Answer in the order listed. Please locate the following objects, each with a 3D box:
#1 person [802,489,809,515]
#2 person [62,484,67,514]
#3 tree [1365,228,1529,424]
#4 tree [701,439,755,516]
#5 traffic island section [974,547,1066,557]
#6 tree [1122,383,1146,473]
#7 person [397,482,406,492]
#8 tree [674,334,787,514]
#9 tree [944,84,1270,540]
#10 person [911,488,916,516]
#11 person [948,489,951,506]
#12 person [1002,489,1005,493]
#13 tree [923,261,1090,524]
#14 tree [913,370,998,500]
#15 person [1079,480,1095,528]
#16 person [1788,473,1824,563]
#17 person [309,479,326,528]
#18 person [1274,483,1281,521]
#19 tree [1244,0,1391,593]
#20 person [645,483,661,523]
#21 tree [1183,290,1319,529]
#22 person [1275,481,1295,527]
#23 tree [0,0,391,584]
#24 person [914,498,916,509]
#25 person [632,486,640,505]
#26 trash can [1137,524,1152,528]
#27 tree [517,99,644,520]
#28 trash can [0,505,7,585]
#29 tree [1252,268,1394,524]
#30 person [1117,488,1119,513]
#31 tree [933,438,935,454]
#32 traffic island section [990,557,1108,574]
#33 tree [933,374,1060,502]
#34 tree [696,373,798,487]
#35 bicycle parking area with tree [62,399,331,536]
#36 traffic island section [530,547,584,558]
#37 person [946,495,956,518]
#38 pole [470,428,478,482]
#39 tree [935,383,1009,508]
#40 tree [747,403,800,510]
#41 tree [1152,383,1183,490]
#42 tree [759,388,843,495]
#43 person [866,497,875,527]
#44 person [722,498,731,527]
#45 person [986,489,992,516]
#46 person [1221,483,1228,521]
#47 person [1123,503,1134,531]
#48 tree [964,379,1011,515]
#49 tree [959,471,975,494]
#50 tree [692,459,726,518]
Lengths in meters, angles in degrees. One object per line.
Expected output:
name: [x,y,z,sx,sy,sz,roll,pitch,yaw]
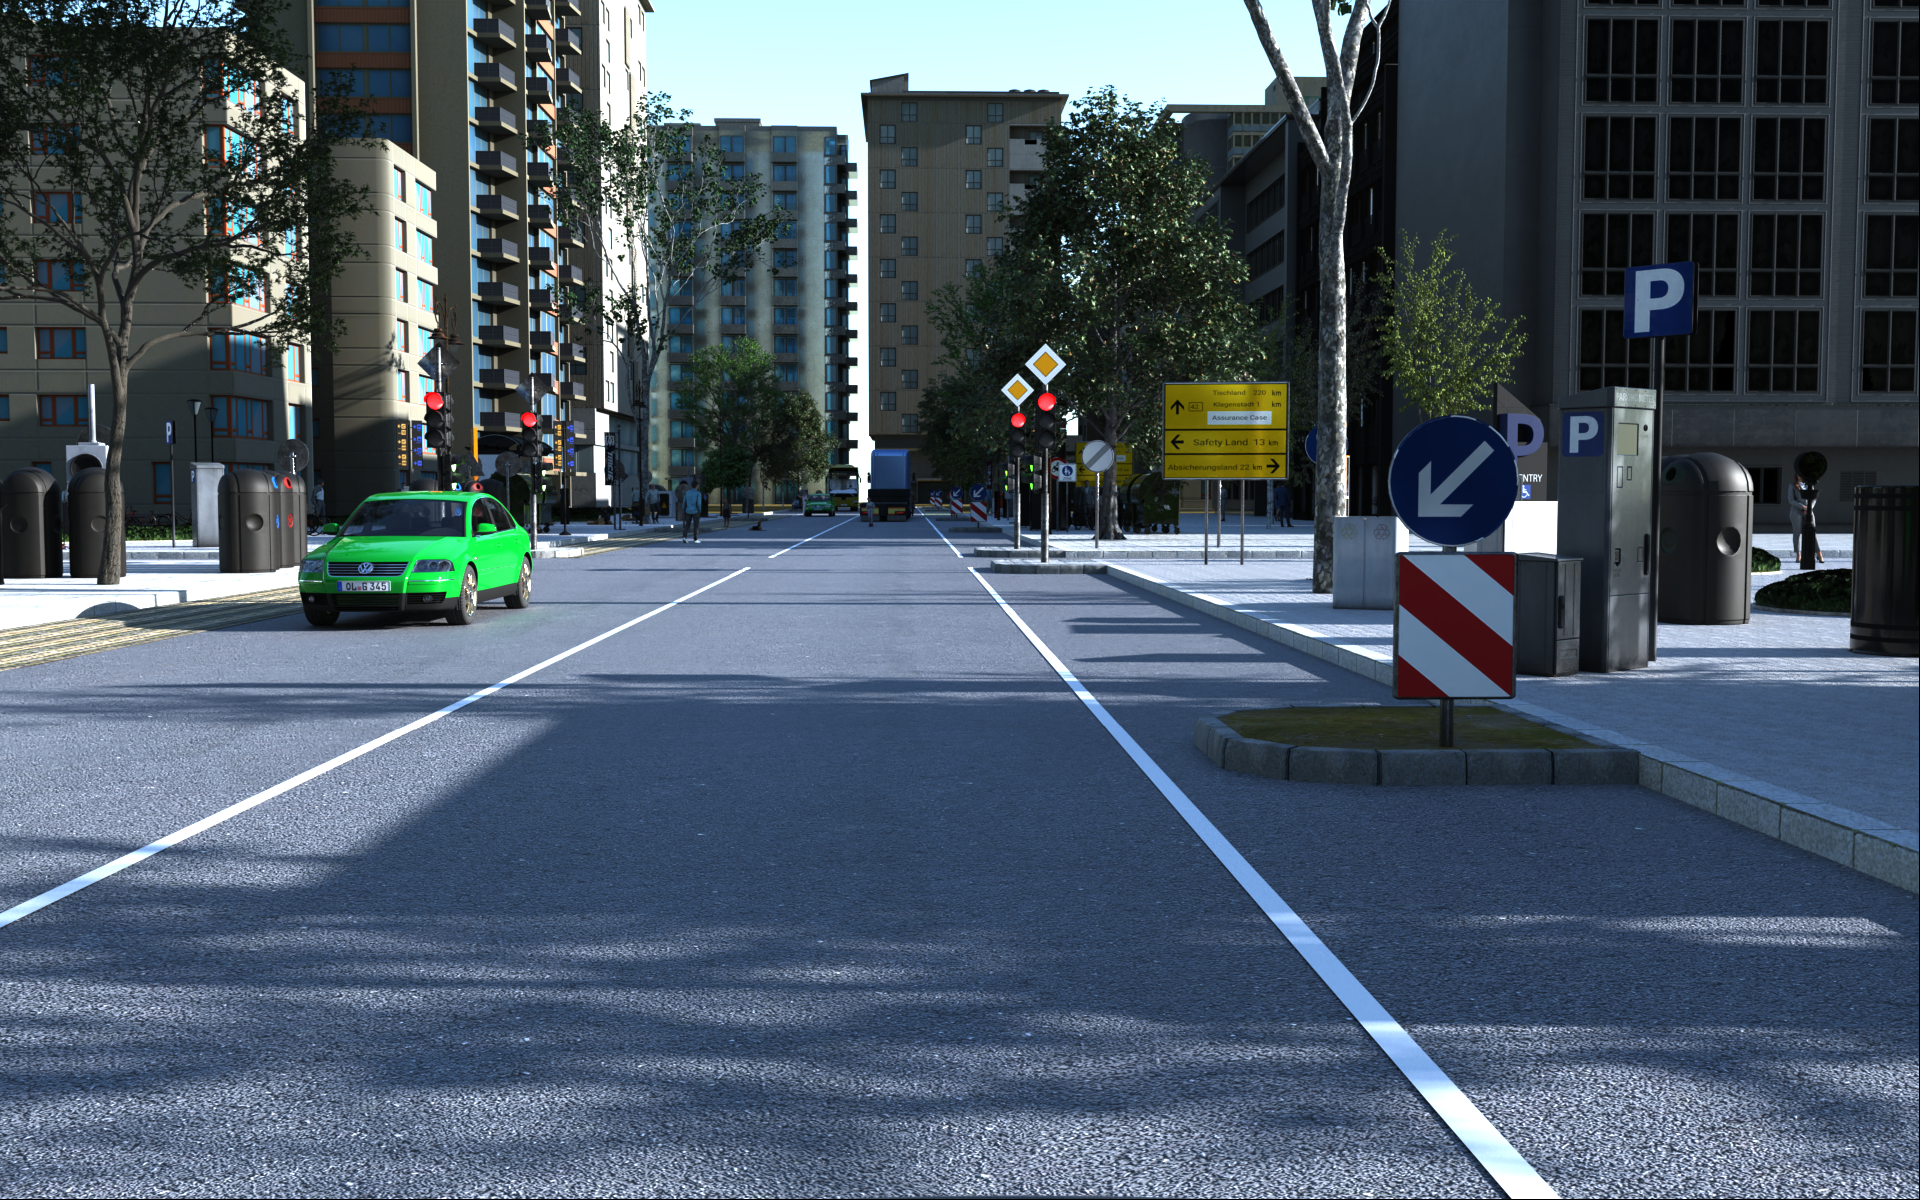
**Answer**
person: [-10.384,-6.577,116.709,0.551,1.740,0.621,2,4,24]
person: [-32.804,-3.469,63.770,0.522,1.701,0.512,3,4,39]
tree: [13.167,-5.969,47.958,4.737,8.622,4.395,0,3,0]
tree: [-13.843,-7.339,103.699,4.285,4.588,4.351,0,3,0]
traffic island section: [1.356,-1.111,40.447,2.009,0.180,2.903,0,4,-2]
tree: [11.368,-9.566,106.768,4.737,8.622,4.395,0,3,0]
person: [-26.490,-4.664,82.267,0.622,1.834,0.822,-3,4,-37]
tree: [-14.811,-11.377,111.774,9.928,11.665,9.643,0,3,0]
tree: [4.349,-8.059,48.769,9.611,12.733,9.660,0,3,0]
person: [-3.206,-6.411,113.238,0.656,1.842,0.836,0,4,-3]
person: [-1.005,-11.133,188.037,0.705,1.831,1.348,2,4,30]
person: [4.330,-10.018,170.499,0.621,1.740,0.551,-2,4,-34]
tree: [2.605,-9.132,75.070,9.928,11.665,9.643,0,3,0]
tree: [0.014,-16.562,177.436,9.857,13.997,8.962,0,3,0]
person: [4.858,-3.646,65.768,0.709,1.813,0.853,0,4,3]
person: [15.782,-1.589,32.295,0.520,1.790,0.573,-1,4,-15]
person: [-23.843,-3.563,64.399,0.850,1.850,0.679,0,4,-2]
person: [14.921,-4.607,81.387,0.654,1.822,0.581,-3,5,-42]
tree: [3.387,-10.181,22.348,12.611,20.169,13.585,0,3,0]
person: [-13.720,-4.315,77.074,0.782,1.767,0.515,-2,4,-33]
tree: [11.489,-6.889,63.004,4.737,8.622,4.395,0,3,0]
person: [12.642,-3.749,67.522,0.721,1.800,0.419,3,4,37]
tree: [-11.746,-5.496,24.280,7.601,10.594,8.767,0,4,-5]
person: [-4.400,-9.131,161.020,0.697,1.427,0.421,2,4,24]
person: [-18.293,-5.625,98.504,0.782,1.767,0.515,-1,4,-21]
trash can: [6.923,-3.274,65.185,0.748,1.137,0.748,0,3,0]
tree: [-13.439,-13.687,79.675,12.611,20.169,13.585,0,3,0]
trash can: [-13.194,-0.709,23.249,0.748,1.137,0.748,0,3,0]
tree: [12.239,-6.500,56.639,4.360,8.622,3.978,0,3,0]
person: [10.373,-6.630,114.622,0.721,1.800,0.419,-1,4,-21]
tree: [-0.230,-12.247,150.593,4.737,8.622,4.395,0,3,0]
traffic island section: [1.612,-0.623,32.466,2.009,0.180,2.903,0,4,-2]
tree: [1.472,-11.869,128.478,8.767,10.594,7.601,2,4,34]
tree: [-15.828,-11.888,128.783,8.767,10.594,7.601,1,4,9]
bicycle parking area with tree: [-24.135,-4.158,54.984,9.016,4.147,8.231,0,4,-5]
traffic island section: [-9.880,-1.089,40.093,2.009,0.180,2.903,0,4,-2]
person: [-0.475,-5.518,99.285,0.480,1.755,0.524,3,4,36]
pole: [-14.999,-3.650,53.525,0.158,3.312,0.155,0,3,0]
tree: [1.513,-9.805,110.680,4.737,8.622,4.395,0,3,0]
tree: [-15.340,-11.415,136.996,4.360,8.622,3.978,0,3,0]
tree: [12.872,-8.545,90.065,4.737,8.622,4.395,0,3,0]
tree: [-17.430,-16.504,186.852,9.611,12.733,9.660,0,3,0]
person: [-3.936,-3.879,76.203,0.425,1.301,0.394,0,4,5]
person: [-9.970,-3.717,73.944,0.362,1.253,0.373,1,4,10]
person: [1.697,-5.884,102.582,0.444,1.785,0.601,0,4,0]
person: [12.330,-4.617,81.737,0.583,1.804,0.606,-3,5,-39]
person: [5.909,-3.301,59.982,0.580,1.828,0.573,3,4,36]
tree: [1.970,-9.432,104.569,4.360,8.622,3.978,0,3,0]
tree: [0.978,-9.214,145.249,1.663,3.219,1.824,0,3,0]
tree: [-13.918,-6.128,94.800,1.663,3.219,1.824,0,3,0]
